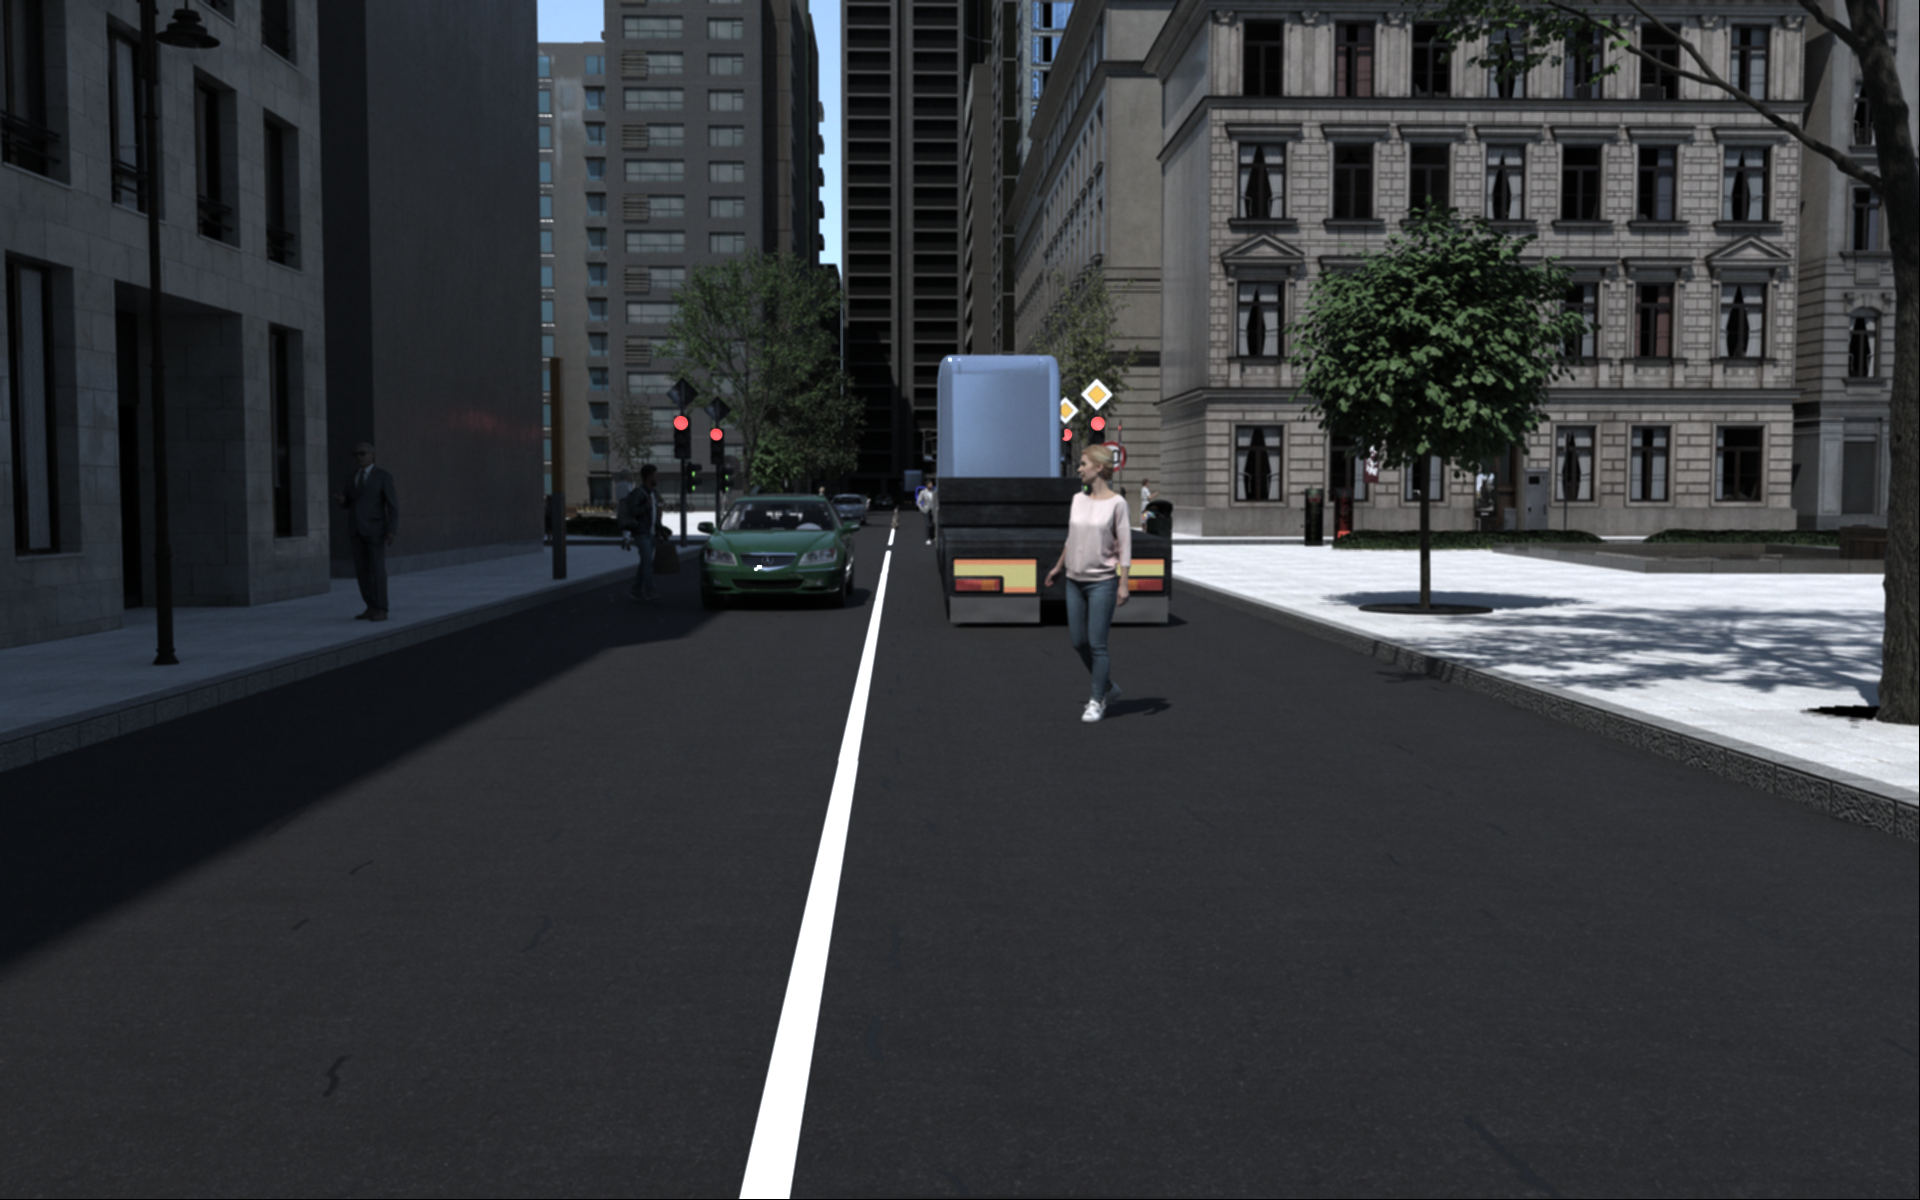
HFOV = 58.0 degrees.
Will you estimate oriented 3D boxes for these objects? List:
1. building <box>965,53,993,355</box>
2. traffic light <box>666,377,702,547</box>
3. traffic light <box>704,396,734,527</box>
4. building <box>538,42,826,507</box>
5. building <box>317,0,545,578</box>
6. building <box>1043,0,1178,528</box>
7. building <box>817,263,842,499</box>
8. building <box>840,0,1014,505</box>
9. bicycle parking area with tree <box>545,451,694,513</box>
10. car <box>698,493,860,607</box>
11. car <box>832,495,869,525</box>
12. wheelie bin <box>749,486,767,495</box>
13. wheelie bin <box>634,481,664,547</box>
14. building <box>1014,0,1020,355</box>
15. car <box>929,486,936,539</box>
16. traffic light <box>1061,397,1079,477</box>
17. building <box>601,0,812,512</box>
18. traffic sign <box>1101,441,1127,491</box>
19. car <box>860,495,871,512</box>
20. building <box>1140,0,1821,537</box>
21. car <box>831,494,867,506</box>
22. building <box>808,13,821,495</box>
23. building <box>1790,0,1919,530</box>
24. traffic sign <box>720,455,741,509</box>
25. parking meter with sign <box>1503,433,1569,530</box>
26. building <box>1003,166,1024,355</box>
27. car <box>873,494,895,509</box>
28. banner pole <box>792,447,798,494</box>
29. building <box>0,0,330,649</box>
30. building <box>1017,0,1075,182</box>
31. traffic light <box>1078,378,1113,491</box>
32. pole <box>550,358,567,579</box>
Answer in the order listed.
[{"bbox_3d":[11.570,-34.534,188.329,21.300,48.544,21.600,0,4,-2],"label":"building"},{"bbox_3d":[-6.660,-3.231,41.740,0.839,4.253,0.868,0,4,-2],"label":"traffic light"},{"bbox_3d":[-6.936,-3.719,49.720,0.839,4.253,0.868,0,4,-2],"label":"traffic light"},{"bbox_3d":[-29.908,-34.581,185.004,30.456,49.044,23.786,0,4,-2],"label":"building"},{"bbox_3d":[-24.007,-13.030,32.103,30.058,24.678,14.314,0,4,-2],"label":"building"},{"bbox_3d":[12.211,-15.070,79.678,16.112,22.955,30.059,0,4,-2],"label":"building"},{"bbox_3d":[-21.967,-27.262,217.437,14.107,30.474,14.160,0,4,-2],"label":"building"},{"bbox_3d":[-4.443,-47.783,219.506,20.611,71.187,20.563,0,4,-2],"label":"building"},{"bbox_3d":[-22.572,-8.039,118.438,9.016,4.147,8.231,2,4,34],"label":"bicycle parking area with tree"},{"bbox_3d":[-2.397,-0.711,23.417,2.131,1.459,4.920,0,4,-1],"label":"car"},{"bbox_3d":[-5.291,-4.253,81.533,2.014,1.417,4.499,0,4,-3],"label":"car"},{"bbox_3d":[-7.891,-3.648,67.556,0.693,1.594,0.980,-2,4,-32],"label":"wheelie bin"},{"bbox_3d":[-7.663,-2.107,42.362,0.693,1.594,0.980,0,4,7],"label":"wheelie bin"},{"bbox_3d":[11.634,-44.516,166.089,20.563,71.187,20.611,0,4,-2],"label":"building"},{"bbox_3d":[-0.084,-2.925,56.493,2.281,1.827,5.304,0,4,-2],"label":"car"},{"bbox_3d":[3.018,-3.741,50.080,0.839,4.253,0.868,0,4,-2],"label":"traffic light"},{"bbox_3d":[-18.742,-27.372,131.120,14.154,41.232,14.086,0,4,-2],"label":"building"},{"bbox_3d":[3.595,-2.520,41.313,0.768,2.556,0.104,0,4,1],"label":"traffic sign"},{"bbox_3d":[-8.237,-7.810,140.049,2.083,1.381,4.827,0,4,-2],"label":"car"},{"bbox_3d":[16.153,-11.727,56.371,19.286,19.102,10.561,0,4,-2],"label":"building"},{"bbox_3d":[-6.545,-5.573,102.919,2.131,1.459,4.920,0,4,-1],"label":"car"},{"bbox_3d":[-20.190,-31.169,159.723,14.600,45.320,14.200,0,4,-2],"label":"building"},{"bbox_3d":[34.908,-12.727,57.241,18.267,20.994,9.793,0,4,-2],"label":"building"},{"bbox_3d":[-7.499,-3.430,56.190,0.768,2.556,0.104,0,4,2],"label":"traffic sign"},{"bbox_3d":[16.610,-3.285,49.964,1.738,3.016,0.543,1,4,15],"label":"parking meter with sign"},{"bbox_3d":[11.614,-16.905,109.678,16.112,22.955,30.059,0,4,-2],"label":"building"},{"bbox_3d":[-7.195,-9.289,163.678,2.131,1.459,4.920,0,4,-2],"label":"car"},{"bbox_3d":[-8.700,-6.198,91.348,0.401,3.779,0.863,1,4,22],"label":"banner pole"},{"bbox_3d":[-13.088,-9.701,13.365,10.420,20.320,16.860,0,4,-2],"label":"building"},{"bbox_3d":[13.407,-50.596,139.910,22.319,86.520,31.000,0,4,-2],"label":"building"},{"bbox_3d":[3.295,-3.253,42.100,0.839,4.253,0.868,0,4,-2],"label":"traffic light"},{"bbox_3d":[-6.039,-1.969,26.033,0.158,3.312,0.155,0,3,0],"label":"pole"}]
